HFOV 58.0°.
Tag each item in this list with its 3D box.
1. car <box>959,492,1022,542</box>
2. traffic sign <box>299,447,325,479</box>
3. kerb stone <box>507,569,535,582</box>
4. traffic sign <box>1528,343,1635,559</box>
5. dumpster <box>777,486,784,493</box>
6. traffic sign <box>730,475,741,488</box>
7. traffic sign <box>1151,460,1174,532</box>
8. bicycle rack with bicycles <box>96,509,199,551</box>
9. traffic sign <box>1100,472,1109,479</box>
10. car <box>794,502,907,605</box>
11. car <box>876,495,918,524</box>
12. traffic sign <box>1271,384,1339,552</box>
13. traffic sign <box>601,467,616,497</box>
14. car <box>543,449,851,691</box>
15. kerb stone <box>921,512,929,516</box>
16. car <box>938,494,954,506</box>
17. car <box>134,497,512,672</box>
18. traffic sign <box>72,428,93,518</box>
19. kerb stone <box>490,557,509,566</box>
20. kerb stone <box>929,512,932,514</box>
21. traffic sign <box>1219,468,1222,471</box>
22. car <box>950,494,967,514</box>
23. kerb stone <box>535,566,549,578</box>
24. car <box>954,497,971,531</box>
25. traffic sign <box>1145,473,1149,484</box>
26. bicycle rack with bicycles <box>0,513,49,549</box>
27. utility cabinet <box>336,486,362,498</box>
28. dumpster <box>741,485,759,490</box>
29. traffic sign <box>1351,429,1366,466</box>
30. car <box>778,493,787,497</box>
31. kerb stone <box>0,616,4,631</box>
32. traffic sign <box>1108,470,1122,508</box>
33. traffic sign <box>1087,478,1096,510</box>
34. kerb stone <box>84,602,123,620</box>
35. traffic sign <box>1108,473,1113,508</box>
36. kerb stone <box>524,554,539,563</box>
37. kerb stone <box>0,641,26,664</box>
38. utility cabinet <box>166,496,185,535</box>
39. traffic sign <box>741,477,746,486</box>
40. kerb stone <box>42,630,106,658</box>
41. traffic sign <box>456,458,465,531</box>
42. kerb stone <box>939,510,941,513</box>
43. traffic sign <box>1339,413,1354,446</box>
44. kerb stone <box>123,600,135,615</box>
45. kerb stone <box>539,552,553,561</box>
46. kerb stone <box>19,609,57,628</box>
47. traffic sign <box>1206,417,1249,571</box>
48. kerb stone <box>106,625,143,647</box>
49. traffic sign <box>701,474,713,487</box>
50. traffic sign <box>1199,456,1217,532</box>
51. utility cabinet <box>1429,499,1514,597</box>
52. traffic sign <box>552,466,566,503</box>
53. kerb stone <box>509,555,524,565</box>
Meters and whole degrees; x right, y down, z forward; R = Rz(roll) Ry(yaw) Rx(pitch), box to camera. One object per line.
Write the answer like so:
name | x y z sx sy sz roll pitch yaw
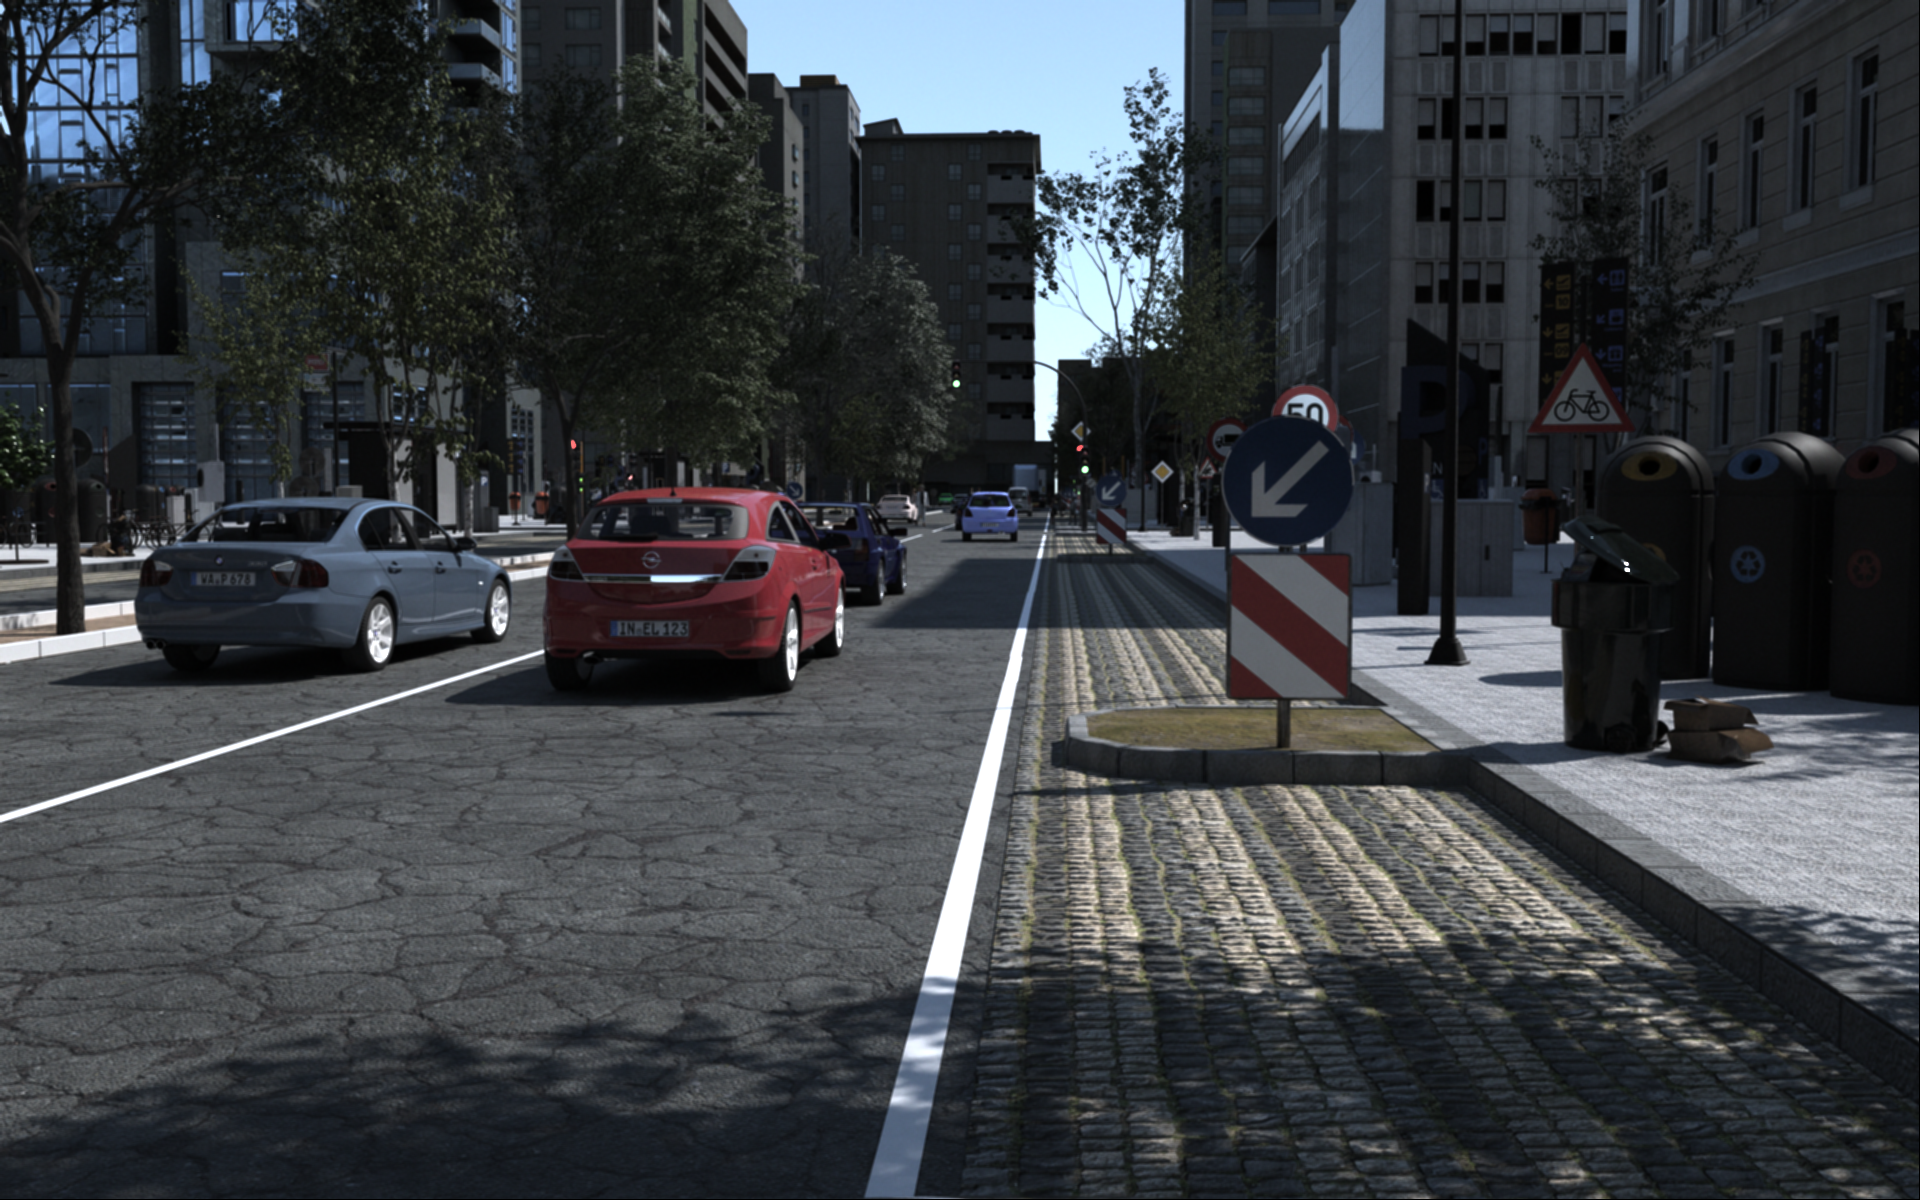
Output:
car | 0.940 -2.672 53.283 1.945 1.707 3.694 0 4 2
traffic sign | -17.493 -2.854 46.762 0.768 2.556 0.104 1 4 10
kerb stone | -7.348 -0.405 28.931 0.120 0.150 1.000 0 4 3
traffic sign | 5.360 -0.917 14.994 0.884 2.594 0.081 1 4 9
dumpster | -12.716 -6.846 117.683 1.264 1.857 1.865 0 4 3
traffic sign | -14.774 -6.960 113.902 0.768 2.556 0.104 1 4 8
traffic sign | 6.890 -3.537 59.023 0.795 2.450 0.064 0 4 6
bicycle rack with bicycles | -18.514 -1.616 39.796 2.852 0.926 2.925 2 4 27
traffic sign | 8.381 -6.047 98.970 0.768 2.556 0.104 1 4 12
car | -1.744 -0.680 23.698 1.945 1.354 3.894 0 4 5
car | -3.102 -4.469 85.424 2.083 1.381 4.827 0 4 3
traffic sign | 4.012 -1.229 20.204 0.768 2.556 0.104 1 4 10
traffic sign | -16.305 -4.906 80.315 0.768 2.556 0.104 1 4 12
car | -2.013 -0.309 14.092 2.155 1.783 4.494 0 4 3
kerb stone | -2.411 -5.952 119.607 0.120 0.150 1.000 0 4 3
car | -1.646 -12.039 205.636 1.959 1.807 4.718 0 4 2
car | -5.430 -0.202 15.312 2.014 1.417 4.499 0 4 5
traffic sign | -17.063 -2.035 33.381 0.768 2.556 0.104 1 4 10
kerb stone | -9.160 -0.728 34.143 0.120 0.150 1.000 0 4 3
kerb stone | -2.238 -6.143 122.673 0.120 0.150 1.000 0 4 3
traffic sign | 10.325 -3.976 67.134 0.606 2.300 0.079 0 4 4
car | 0.261 -7.055 127.352 2.014 1.417 4.499 0 4 3
kerb stone | -7.295 -0.470 29.956 0.120 0.150 1.000 0 4 3
car | 0.725 -3.474 69.380 1.945 1.354 3.894 0 4 2
traffic sign | 10.345 -6.016 98.468 0.768 2.556 0.104 1 4 9
bicycle rack with bicycles | -23.058 -1.679 40.826 2.852 0.926 2.925 0 4 -1
utility cabinet | -16.345 -2.303 46.334 0.318 1.500 1.173 -3 4 -39
dumpster | -13.169 -6.324 109.160 1.264 1.857 1.865 0 4 3
traffic sign | 7.336 -2.015 33.059 0.768 2.556 0.104 1 4 11
car | -8.696 -4.301 79.912 1.945 1.707 3.694 0 4 1
kerb stone | -10.051 0.269 17.798 0.120 0.150 1.000 0 4 3
traffic sign | 8.039 -5.487 89.821 0.768 2.556 0.104 1 4 11
traffic sign | 10.329 -8.346 136.568 0.768 2.556 0.104 1 4 12
kerb stone | -9.946 0.144 19.846 0.120 0.150 1.000 0 4 3
traffic sign | 8.498 -5.894 96.480 0.768 2.556 0.104 0 4 7
kerb stone | -9.052 -0.856 36.186 0.120 0.150 1.000 0 4 3
kerb stone | -8.125 0.463 14.621 0.120 0.150 1.000 0 4 3
utility cabinet | -23.624 -2.542 52.723 0.306 1.237 1.020 2 4 27
traffic sign | -15.357 -7.619 124.684 0.768 2.556 0.104 0 4 4
kerb stone | -8.067 0.401 15.641 0.120 0.150 1.000 0 4 3
traffic sign | -17.495 -3.682 60.309 0.768 2.556 0.104 0 4 4
kerb stone | -1.740 -6.707 131.891 0.120 0.150 1.000 0 4 3
traffic sign | 5.638 -1.620 26.594 0.768 2.556 0.104 1 4 12
kerb stone | -9.889 0.081 20.866 0.120 0.150 1.000 0 4 3
kerb stone | -8.995 -0.919 37.214 0.120 0.150 1.000 0 4 3
kerb stone | -10.003 0.207 18.819 0.120 0.150 1.000 0 4 3
traffic sign | 4.470 -1.758 28.857 0.768 2.556 0.104 0 4 5
kerb stone | -8.013 0.338 16.662 0.120 0.150 1.000 0 4 3
traffic sign | -15.796 -6.597 107.975 0.768 2.556 0.104 0 4 7
traffic sign | 8.401 -3.596 58.801 0.884 2.594 0.081 1 4 10
utility cabinet | 6.386 -0.646 21.717 1.020 1.237 0.306 0 4 5
traffic sign | -17.969 -4.754 77.839 0.768 2.556 0.104 0 4 5
kerb stone | -9.116 -0.789 35.164 0.120 0.150 1.000 0 4 3
